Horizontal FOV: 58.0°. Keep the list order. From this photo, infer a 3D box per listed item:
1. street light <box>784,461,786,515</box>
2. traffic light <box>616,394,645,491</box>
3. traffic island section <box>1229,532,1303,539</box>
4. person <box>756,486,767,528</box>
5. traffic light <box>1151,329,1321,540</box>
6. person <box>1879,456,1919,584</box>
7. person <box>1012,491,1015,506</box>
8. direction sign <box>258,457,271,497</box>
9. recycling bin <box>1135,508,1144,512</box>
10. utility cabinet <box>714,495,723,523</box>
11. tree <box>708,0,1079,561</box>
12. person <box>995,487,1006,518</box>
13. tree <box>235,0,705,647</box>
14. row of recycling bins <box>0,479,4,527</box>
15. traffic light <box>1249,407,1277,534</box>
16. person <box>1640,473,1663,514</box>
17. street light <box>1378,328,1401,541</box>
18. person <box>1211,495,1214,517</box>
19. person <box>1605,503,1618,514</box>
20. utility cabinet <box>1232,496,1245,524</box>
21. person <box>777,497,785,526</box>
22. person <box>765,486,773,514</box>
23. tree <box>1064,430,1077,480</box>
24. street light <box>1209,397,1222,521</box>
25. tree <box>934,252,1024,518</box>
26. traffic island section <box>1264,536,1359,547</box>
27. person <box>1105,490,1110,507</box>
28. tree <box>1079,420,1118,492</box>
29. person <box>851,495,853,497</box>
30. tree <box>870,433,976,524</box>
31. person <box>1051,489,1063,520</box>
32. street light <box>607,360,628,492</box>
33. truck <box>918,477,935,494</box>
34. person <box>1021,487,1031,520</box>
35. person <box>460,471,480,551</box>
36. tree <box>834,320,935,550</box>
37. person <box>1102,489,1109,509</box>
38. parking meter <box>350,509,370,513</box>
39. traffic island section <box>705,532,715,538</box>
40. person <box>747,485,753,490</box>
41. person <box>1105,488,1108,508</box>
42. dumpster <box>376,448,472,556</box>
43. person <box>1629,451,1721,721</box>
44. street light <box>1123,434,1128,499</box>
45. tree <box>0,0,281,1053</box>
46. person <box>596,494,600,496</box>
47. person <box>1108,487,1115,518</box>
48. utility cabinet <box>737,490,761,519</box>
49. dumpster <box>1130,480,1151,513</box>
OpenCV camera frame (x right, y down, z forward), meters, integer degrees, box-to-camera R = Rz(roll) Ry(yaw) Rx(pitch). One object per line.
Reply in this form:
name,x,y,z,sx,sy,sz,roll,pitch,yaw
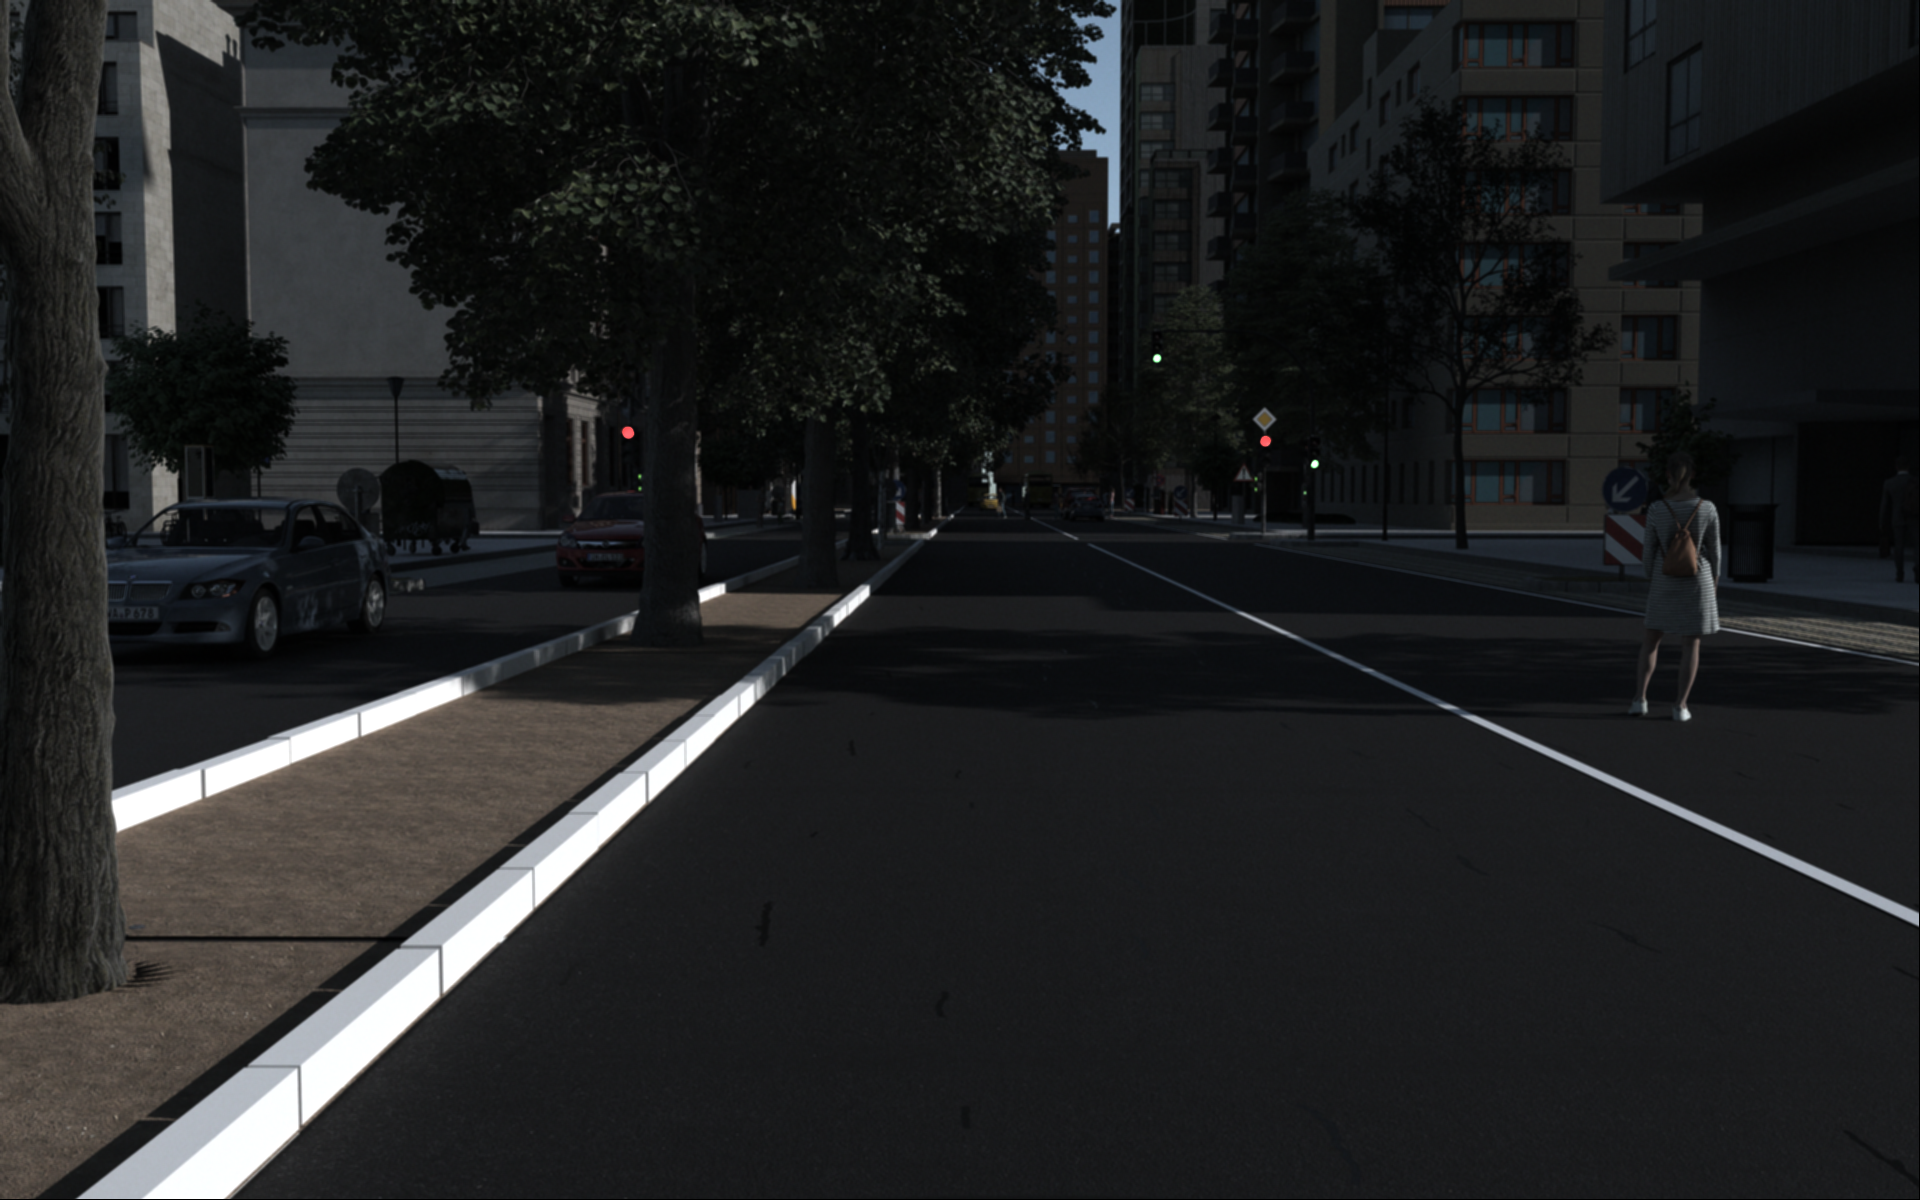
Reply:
street light,-10.673,-8.107,105.330,0.468,5.910,1.993,0,4,1
traffic light,-9.142,-3.624,48.169,0.839,4.253,0.868,0,4,1
traffic island section,9.840,-2.068,56.090,2.009,0.180,2.903,0,4,1
person,-8.352,-3.925,73.020,0.374,1.781,0.599,3,5,41
traffic light,7.626,-4.477,47.872,4.771,5.953,1.251,0,4,1
person,13.622,-1.161,24.984,0.622,1.834,0.822,2,4,24
person,6.225,-11.787,201.156,0.705,1.831,1.348,-1,4,-9
direction sign,-19.798,-3.481,48.903,0.876,3.537,0.379,2,4,24
recycling bin,12.841,-6.806,123.839,0.722,1.027,0.722,0,4,6
utility cabinet,-10.969,-4.120,78.516,0.306,1.237,1.020,-1,4,-15
tree,-2.144,-7.199,37.165,9.611,12.733,9.660,0,3,0
person,2.380,-5.681,101.375,0.713,1.824,0.794,0,4,-5
tree,-2.781,-6.544,16.106,9.857,13.997,8.962,0,3,0
row of recycling bins,-28.424,-2.561,48.981,3.534,1.692,1.069,0,4,6
traffic light,9.801,-4.101,55.977,0.839,4.253,0.868,0,4,1
person,12.825,-1.572,32.171,0.534,1.772,0.576,-1,4,-22
street light,11.721,-4.576,47.607,0.468,5.910,1.993,0,4,1
person,14.402,-5.338,98.000,0.332,1.250,0.352,-1,4,-23
person,11.797,-1.234,31.239,0.382,1.210,0.505,2,4,32
utility cabinet,11.810,-3.812,73.496,0.306,1.237,1.020,0,4,-7
person,-7.918,-3.904,76.578,0.306,1.304,0.590,3,4,36
person,-12.363,-6.439,111.675,0.694,1.780,0.624,-2,4,-32
tree,13.657,-14.759,191.679,4.360,8.622,3.978,0,3,0
street light,12.162,-6.710,82.489,0.468,5.910,1.993,0,4,1
tree,-2.554,-15.025,104.007,12.611,20.169,13.585,0,3,0
traffic island section,9.758,-1.579,48.105,2.009,0.180,2.903,0,4,1
person,13.876,-9.553,163.705,0.593,1.643,0.415,0,4,-1
tree,13.477,-13.486,170.851,4.737,8.622,4.395,0,3,0
person,-12.063,-11.776,199.302,1.217,1.735,0.721,3,5,39
tree,-1.788,-9.947,83.225,7.486,12.596,7.792,0,3,0
person,5.270,-5.211,94.532,0.643,1.720,0.563,1,4,16
street light,-11.109,-5.115,56.419,0.468,5.910,1.993,0,4,1
truck,-3.784,-12.617,202.214,3.469,3.379,9.791,0,4,0
person,3.682,-5.405,97.042,0.590,1.801,0.661,0,4,-6
person,-11.240,-2.027,39.291,0.694,1.812,0.767,1,4,16
tree,-2.044,-5.607,44.494,4.360,8.622,3.978,0,3,0
person,10.696,-7.248,127.096,0.778,1.811,0.616,-2,4,-25
parking meter,-11.778,-1.566,34.015,0.372,1.533,0.369,0,3,0
traffic island section,-9.100,-2.080,56.289,2.009,0.180,2.903,0,4,1
person,-11.395,-5.375,94.510,0.593,1.750,0.643,0,4,5
person,13.644,-9.518,161.684,0.705,1.821,1.348,0,4,-3
dumpster,-11.341,-2.087,36.616,1.502,2.255,1.985,0,4,1
person,4.560,-0.092,11.003,0.512,1.701,0.522,1,4,15
street light,12.597,-9.661,130.747,0.468,5.910,1.993,0,4,1
tree,-2.517,-4.668,4.538,9.928,11.665,9.643,0,3,0
person,-13.128,-3.223,63.014,0.475,1.303,0.640,-1,4,-14
person,8.982,-5.763,102.736,0.388,1.821,0.555,0,4,2
utility cabinet,-10.919,-4.952,89.640,1.173,1.500,0.318,-1,4,-11
dumpster,12.544,-7.254,121.092,1.502,2.255,1.985,0,4,1
